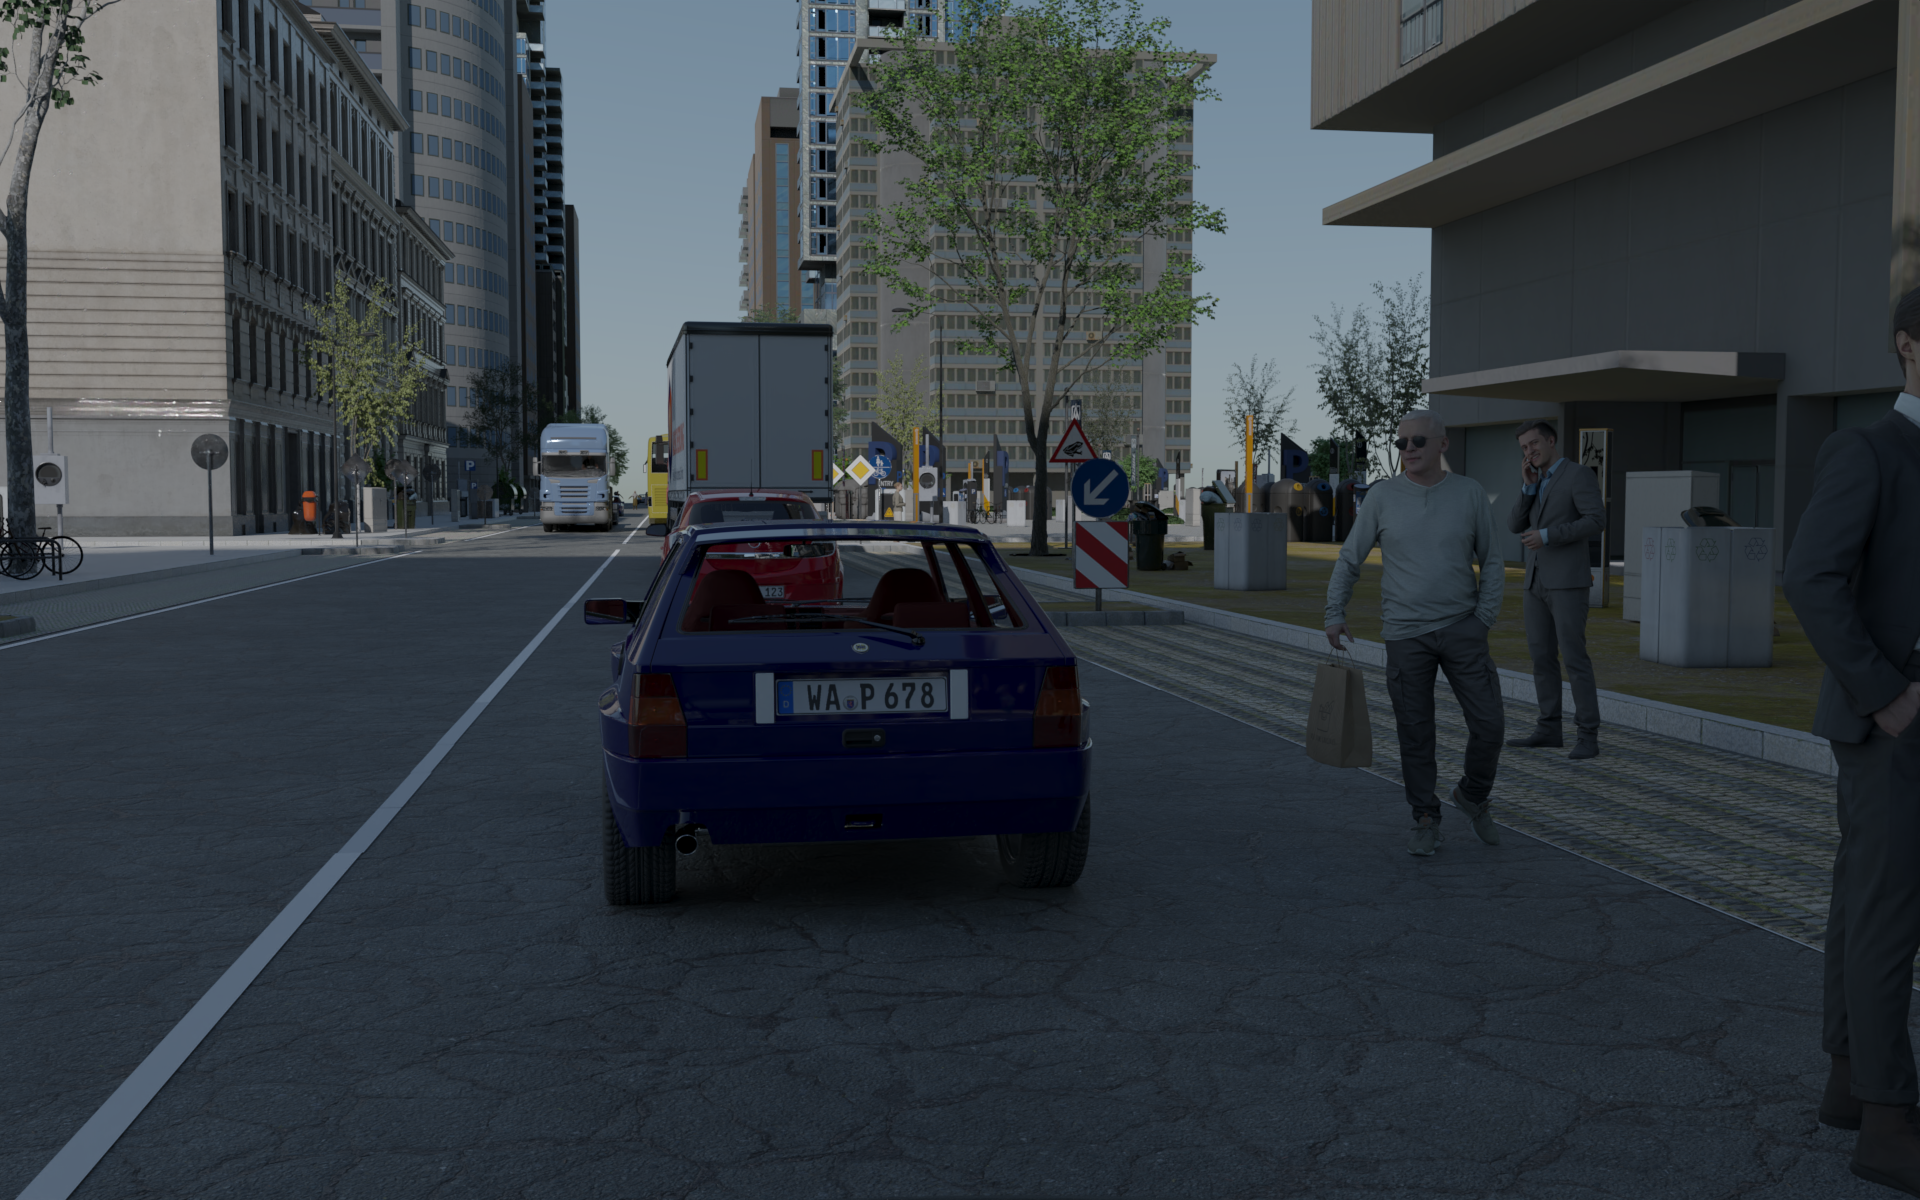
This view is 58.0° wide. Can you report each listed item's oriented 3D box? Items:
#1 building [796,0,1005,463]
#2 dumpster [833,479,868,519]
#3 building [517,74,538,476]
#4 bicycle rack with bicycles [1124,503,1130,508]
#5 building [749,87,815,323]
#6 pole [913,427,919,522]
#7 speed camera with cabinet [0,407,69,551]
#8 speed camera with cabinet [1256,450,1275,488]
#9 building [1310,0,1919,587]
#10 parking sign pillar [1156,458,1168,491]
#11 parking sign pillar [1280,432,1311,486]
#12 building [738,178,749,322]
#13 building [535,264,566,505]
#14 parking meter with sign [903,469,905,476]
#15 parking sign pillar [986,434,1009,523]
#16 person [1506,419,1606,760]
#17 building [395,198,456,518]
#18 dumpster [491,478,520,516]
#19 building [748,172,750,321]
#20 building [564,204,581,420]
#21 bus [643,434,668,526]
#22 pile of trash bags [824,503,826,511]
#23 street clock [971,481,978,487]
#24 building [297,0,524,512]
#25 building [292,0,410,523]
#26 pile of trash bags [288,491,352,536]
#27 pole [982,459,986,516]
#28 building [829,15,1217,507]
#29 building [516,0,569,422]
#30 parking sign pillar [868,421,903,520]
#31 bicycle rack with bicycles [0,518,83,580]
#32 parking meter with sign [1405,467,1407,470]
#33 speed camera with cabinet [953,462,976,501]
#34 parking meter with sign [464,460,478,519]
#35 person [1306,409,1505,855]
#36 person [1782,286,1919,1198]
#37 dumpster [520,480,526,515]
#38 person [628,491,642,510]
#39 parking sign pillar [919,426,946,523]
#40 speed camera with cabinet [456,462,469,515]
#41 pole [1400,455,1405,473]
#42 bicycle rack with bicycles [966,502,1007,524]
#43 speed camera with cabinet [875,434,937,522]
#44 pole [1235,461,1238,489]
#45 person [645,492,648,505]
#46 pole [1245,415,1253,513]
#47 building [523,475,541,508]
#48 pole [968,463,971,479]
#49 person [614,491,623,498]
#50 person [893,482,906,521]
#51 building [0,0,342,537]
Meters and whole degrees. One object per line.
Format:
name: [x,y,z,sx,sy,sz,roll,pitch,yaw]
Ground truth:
building: [-7.237,-52.425,169.826,22.319,86.520,31.000,-1,4,-10]
dumpster: [-4.141,-3.699,66.235,1.264,1.857,1.865,-1,4,-10]
building: [-51.859,-32.443,180.556,14.600,45.320,14.200,-1,4,-10]
bicycle rack with bicycles: [10.269,-6.514,119.888,2.852,0.926,2.925,-1,4,-23]
building: [-15.396,-33.182,192.640,14.600,45.320,14.200,-1,4,-10]
pole: [-1.346,-3.618,53.005,0.158,3.312,0.155,0,3,0]
speed camera with cabinet: [-21.310,-2.739,39.113,2.038,3.252,0.660,-1,4,-19]
speed camera with cabinet: [14.299,-5.164,78.772,2.038,3.252,0.660,-3,5,-44]
building: [22.443,-26.557,23.441,28.713,52.752,27.495,-1,4,-10]
parking sign pillar: [15.224,-8.678,130.357,1.447,3.967,1.447,2,4,32]
parking sign pillar: [14.706,-5.349,75.922,1.447,3.967,1.447,-1,4,-19]
building: [-19.917,-38.329,246.287,23.786,49.044,30.456,-1,4,-10]
building: [-56.370,-27.058,214.098,14.160,30.474,14.107,-1,4,-10]
parking meter with sign: [-4.258,-7.573,120.076,0.543,3.016,1.738,1,4,12]
parking sign pillar: [1.859,-5.498,78.357,1.447,3.967,1.447,1,4,15]
person: [3.258,-0.076,9.549,0.447,1.846,0.655,-1,4,-21]
building: [-35.444,-14.356,99.342,10.561,19.102,19.286,-1,4,-10]
dumpster: [-26.851,-6.070,101.732,1.502,2.255,1.985,-1,4,-10]
building: [-19.936,-35.066,223.441,14.600,45.320,14.200,-1,4,-10]
building: [-64.138,-37.234,258.884,14.600,45.320,14.200,-1,4,-10]
bus: [-11.209,-4.753,69.252,2.896,3.916,12.252,-1,4,-10]
pile of trash bags: [-10.230,-6.760,120.272,1.912,1.369,3.447,-1,4,-18]
street clock: [0.694,-5.380,92.541,0.471,2.002,0.358,-3,4,-36]
building: [-46.310,-36.255,134.772,21.231,58.520,28.212,-1,4,-10]
building: [-31.975,-15.266,78.483,11.050,23.489,19.941,-1,4,-10]
pile of trash bags: [-20.389,-2.766,54.974,1.912,1.369,3.447,-1,4,-13]
pole: [1.398,-6.536,100.703,0.158,3.312,0.155,0,3,0]
building: [2.499,-27.716,145.044,32.217,40.220,23.993,-1,4,-10]
building: [-63.695,-56.401,234.826,22.319,86.520,31.000,-1,4,-10]
parking sign pillar: [-2.765,-4.613,63.889,1.447,3.967,1.447,2,4,33]
bicycle rack with bicycles: [-14.780,-0.776,26.071,2.925,0.926,2.852,-2,4,-29]
parking meter with sign: [27.399,-6.683,105.525,0.543,3.016,1.738,0,4,-7]
speed camera with cabinet: [0.264,-6.880,106.831,0.660,3.252,2.038,-2,4,-27]
parking meter with sign: [-24.907,-5.642,88.506,0.543,3.016,1.738,-2,4,-23]
person: [1.797,0.123,6.969,0.782,1.767,0.515,1,4,11]
person: [2.110,0.252,3.742,0.474,1.900,0.648,3,5,44]
dumpster: [-28.061,-6.497,108.725,1.502,2.255,1.985,-1,4,-10]
person: [-29.344,-8.999,156.361,1.217,1.736,0.721,0,4,-3]
parking sign pillar: [-1.121,-4.887,68.369,1.447,3.967,1.447,-3,5,-40]
speed camera with cabinet: [-30.019,-6.754,104.766,0.660,3.252,2.038,-2,4,-24]
pole: [15.977,-4.200,62.514,0.158,3.312,0.155,0,3,0]
bicycle rack with bicycles: [1.048,-3.749,74.682,2.852,0.926,2.925,-1,4,-21]
speed camera with cabinet: [-1.768,-3.846,57.220,2.038,3.252,0.660,0,4,0]
pole: [17.045,-6.911,106.830,0.158,3.312,0.155,0,3,0]
person: [-40.361,-13.088,223.158,0.621,1.740,0.551,-2,4,-25]
pole: [7.483,-3.122,44.880,0.158,3.312,0.155,0,3,0]
building: [-56.220,-28.671,160.650,32.217,40.220,23.993,-1,4,-10]
pole: [0.654,-7.367,114.291,0.158,3.312,0.155,0,3,0]
person: [-32.281,-9.434,163.266,1.217,1.766,0.721,1,4,8]
person: [-1.684,-2.400,48.282,0.362,1.759,0.519,-1,4,-9]
building: [-28.077,-12.878,59.710,9.793,20.994,18.267,-1,4,-10]
